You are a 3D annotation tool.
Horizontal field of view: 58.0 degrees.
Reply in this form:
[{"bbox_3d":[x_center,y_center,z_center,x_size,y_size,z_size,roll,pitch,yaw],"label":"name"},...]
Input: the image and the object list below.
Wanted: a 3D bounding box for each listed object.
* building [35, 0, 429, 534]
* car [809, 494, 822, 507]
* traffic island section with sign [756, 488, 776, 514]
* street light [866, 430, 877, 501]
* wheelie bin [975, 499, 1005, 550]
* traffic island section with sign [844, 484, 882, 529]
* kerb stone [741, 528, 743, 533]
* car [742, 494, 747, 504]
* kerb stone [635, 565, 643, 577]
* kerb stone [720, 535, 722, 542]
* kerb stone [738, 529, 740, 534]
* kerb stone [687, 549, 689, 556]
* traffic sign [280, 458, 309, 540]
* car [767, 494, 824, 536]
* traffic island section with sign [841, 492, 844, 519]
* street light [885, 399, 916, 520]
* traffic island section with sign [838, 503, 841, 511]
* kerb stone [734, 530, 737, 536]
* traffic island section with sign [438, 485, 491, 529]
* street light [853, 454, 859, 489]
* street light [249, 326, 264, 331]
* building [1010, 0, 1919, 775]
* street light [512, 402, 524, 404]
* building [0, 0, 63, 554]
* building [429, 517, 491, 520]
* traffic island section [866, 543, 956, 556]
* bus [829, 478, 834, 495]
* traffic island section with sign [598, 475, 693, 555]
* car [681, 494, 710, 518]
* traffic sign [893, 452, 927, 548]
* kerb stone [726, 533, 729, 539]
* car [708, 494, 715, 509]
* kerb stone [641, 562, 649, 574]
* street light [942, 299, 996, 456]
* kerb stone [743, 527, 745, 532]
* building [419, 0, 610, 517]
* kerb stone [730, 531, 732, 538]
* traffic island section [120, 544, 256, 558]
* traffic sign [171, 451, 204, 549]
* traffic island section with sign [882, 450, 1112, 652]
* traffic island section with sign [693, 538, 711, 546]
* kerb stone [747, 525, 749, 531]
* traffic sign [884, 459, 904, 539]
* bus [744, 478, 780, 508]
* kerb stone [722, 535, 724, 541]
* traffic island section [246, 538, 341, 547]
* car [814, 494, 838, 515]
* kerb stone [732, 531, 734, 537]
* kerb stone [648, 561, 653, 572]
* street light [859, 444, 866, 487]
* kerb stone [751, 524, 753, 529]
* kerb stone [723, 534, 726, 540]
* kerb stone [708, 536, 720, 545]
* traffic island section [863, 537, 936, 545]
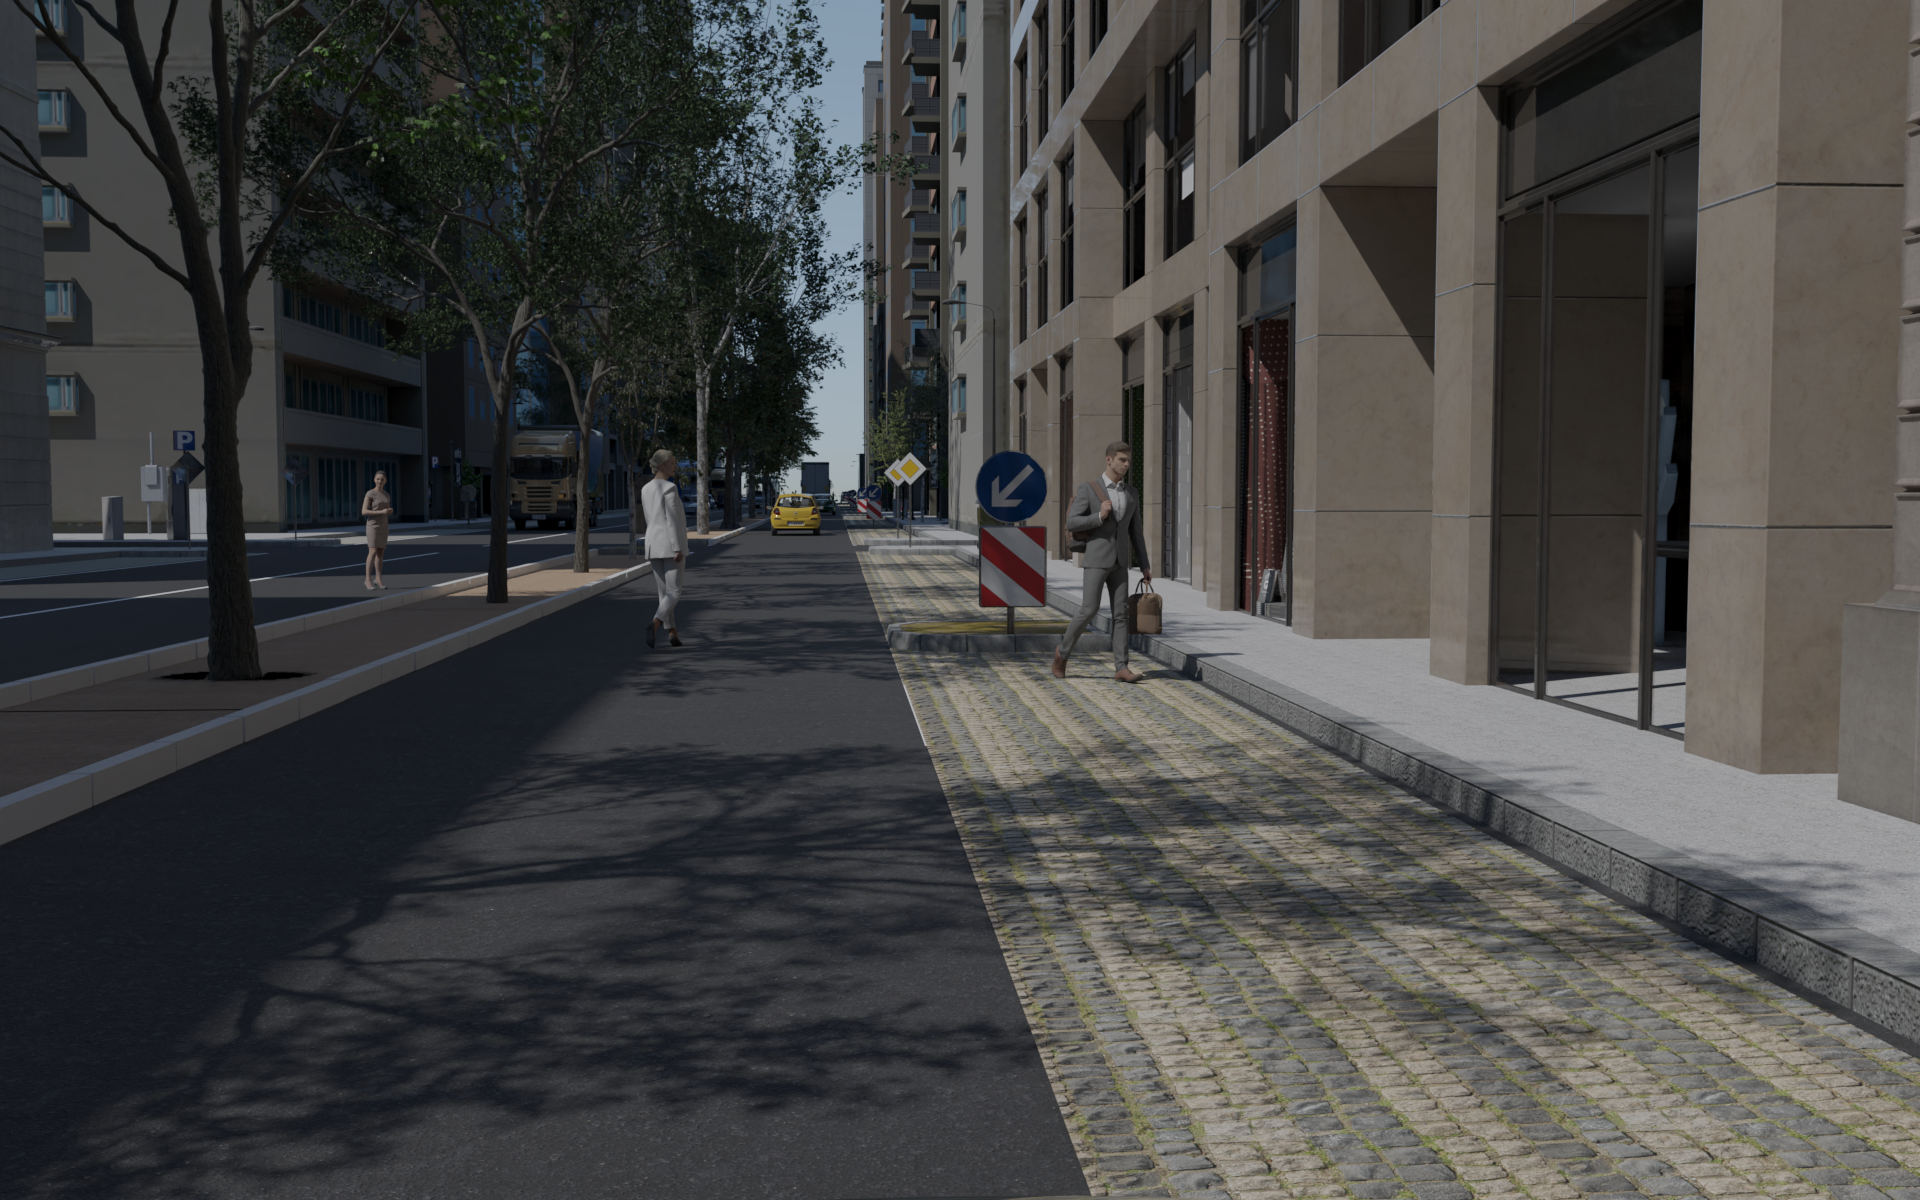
[{"bbox_3d":[-33.606,-26.975,64.742,21.300,48.544,21.600,0,4,-4],"label":"building"},{"bbox_3d":[-9.181,-5.625,102.189,2.015,1.641,3.980,0,4,-4],"label":"car"},{"bbox_3d":[-13.509,-7.066,123.672,2.006,1.907,1.989,0,4,-4],"label":"traffic island section with sign"},{"bbox_3d":[-5.810,-9.292,124.463,1.470,5.913,1.316,0,4,-4],"label":"street light"},{"bbox_3d":[0.709,-1.886,38.750,0.693,1.594,0.980,0,4,-7],"label":"wheelie bin"},{"bbox_3d":[-3.707,-3.872,71.936,1.989,1.847,2.006,0,4,-4],"label":"traffic island section with sign"},{"bbox_3d":[-7.977,-2.440,62.183,0.120,0.150,1.000,0,4,-4],"label":"kerb stone"},{"bbox_3d":[-28.093,-13.066,225.636,2.014,1.417,4.499,0,4,-5],"label":"car"},{"bbox_3d":[-5.635,-0.470,29.920,0.120,0.150,1.000,0,4,-4],"label":"kerb stone"},{"bbox_3d":[-7.165,-1.756,50.908,0.120,0.150,1.000,0,4,-4],"label":"kerb stone"},{"bbox_3d":[-7.823,-2.316,60.135,0.120,0.150,1.000,0,4,-4],"label":"kerb stone"},{"bbox_3d":[-6.380,-1.094,40.144,0.120,0.150,1.000,0,4,-4],"label":"kerb stone"},{"bbox_3d":[-18.525,-2.729,48.257,0.795,2.450,0.064,0,4,-4],"label":"traffic sign"},{"bbox_3d":[-5.780,-3.094,60.812,2.015,1.641,3.980,0,4,-6],"label":"car"},{"bbox_3d":[-5.661,-5.516,98.821,1.989,1.847,2.006,0,4,-4],"label":"traffic island section with sign"},{"bbox_3d":[-2.869,-6.868,84.831,1.470,5.913,1.316,0,4,-4],"label":"street light"},{"bbox_3d":[-9.328,-8.604,149.297,1.989,1.847,2.006,0,4,-4],"label":"traffic island section with sign"},{"bbox_3d":[-7.669,-2.195,58.084,0.120,0.150,1.000,0,4,-4],"label":"kerb stone"},{"bbox_3d":[-20.201,-3.815,71.002,1.989,1.847,2.006,0,4,-4],"label":"traffic island section with sign"},{"bbox_3d":[-11.356,-13.962,200.819,1.470,5.913,1.316,0,4,-4],"label":"street light"},{"bbox_3d":[-19.944,-4.617,48.022,1.470,5.913,1.316,0,4,-4],"label":"street light"},{"bbox_3d":[11.999,-13.469,24.726,19.350,26.468,34.151,0,4,-4],"label":"building"},{"bbox_3d":[-22.733,-7.035,87.567,1.470,5.913,1.316,0,4,-4],"label":"street light"},{"bbox_3d":[-41.544,-15.468,29.318,44.131,29.872,17.030,0,4,-4],"label":"building"},{"bbox_3d":[-32.131,-27.028,92.025,14.600,45.320,14.200,0,4,-4],"label":"building"},{"bbox_3d":[-1.172,-1.179,41.562,2.009,0.180,2.903,0,4,-4],"label":"traffic island section"},{"bbox_3d":[-19.273,-15.352,242.549,2.896,3.916,12.252,0,4,-3],"label":"bus"},{"bbox_3d":[-7.536,-2.031,41.342,2.006,1.907,1.989,0,4,-4],"label":"traffic island section with sign"},{"bbox_3d":[-15.908,-5.592,103.434,2.014,1.417,4.499,0,4,-3],"label":"car"},{"bbox_3d":[-1.195,-2.314,41.483,0.795,2.450,0.064,0,4,-4],"label":"traffic sign"},{"bbox_3d":[-7.376,-1.944,53.979,0.120,0.150,1.000,0,4,-4],"label":"kerb stone"},{"bbox_3d":[-24.052,-9.246,163.169,2.014,1.417,4.499,0,4,-5],"label":"car"},{"bbox_3d":[-5.709,-0.535,30.940,0.120,0.150,1.000,0,4,-4],"label":"kerb stone"},{"bbox_3d":[0.275,-4.220,41.540,1.470,5.913,1.316,0,4,-4],"label":"street light"},{"bbox_3d":[-8.042,-2.505,63.203,0.120,0.150,1.000,0,4,-4],"label":"kerb stone"},{"bbox_3d":[-31.254,-28.391,114.305,14.600,45.320,14.200,0,4,-4],"label":"building"},{"bbox_3d":[-7.533,-2.069,56.030,0.120,0.150,1.000,0,4,-4],"label":"kerb stone"},{"bbox_3d":[-17.970,-1.105,40.353,2.009,0.180,2.903,0,4,-4],"label":"traffic island section"},{"bbox_3d":[-17.947,-2.242,40.293,0.795,2.450,0.064,0,4,-4],"label":"traffic sign"},{"bbox_3d":[0.310,-0.483,16.520,1.989,1.847,2.006,0,4,-4],"label":"traffic island section with sign"},{"bbox_3d":[-8.062,-2.483,48.730,2.006,1.907,1.989,0,4,-4],"label":"traffic island section with sign"},{"bbox_3d":[-8.274,-2.693,66.271,0.120,0.150,1.000,0,4,-4],"label":"kerb stone"},{"bbox_3d":[-1.773,-2.802,49.448,0.795,2.450,0.064,0,4,-4],"label":"traffic sign"},{"bbox_3d":[-20.234,-11.206,178.079,2.948,3.499,13.247,0,4,-2],"label":"bus"},{"bbox_3d":[-7.233,-1.815,51.930,0.120,0.150,1.000,0,4,-4],"label":"kerb stone"},{"bbox_3d":[-18.548,-1.592,48.317,2.009,0.180,2.903,0,4,-4],"label":"traffic island section"},{"bbox_3d":[-9.338,-6.474,117.650,2.131,1.459,4.920,0,4,-4],"label":"car"},{"bbox_3d":[-7.606,-2.132,57.060,0.120,0.150,1.000,0,4,-4],"label":"kerb stone"},{"bbox_3d":[-5.783,-0.595,31.961,0.120,0.150,1.000,0,4,-4],"label":"kerb stone"},{"bbox_3d":[-8.452,-11.572,161.738,1.470,5.913,1.316,0,4,-4],"label":"street light"},{"bbox_3d":[-8.490,-2.884,69.345,0.120,0.150,1.000,0,4,-4],"label":"kerb stone"},{"bbox_3d":[-7.313,-1.881,52.951,0.120,0.150,1.000,0,4,-4],"label":"kerb stone"},{"bbox_3d":[-7.086,-1.693,49.889,0.120,0.150,1.000,0,4,-4],"label":"kerb stone"},{"bbox_3d":[-1.750,-1.666,49.527,2.009,0.180,2.903,0,4,-4],"label":"traffic island section"}]
